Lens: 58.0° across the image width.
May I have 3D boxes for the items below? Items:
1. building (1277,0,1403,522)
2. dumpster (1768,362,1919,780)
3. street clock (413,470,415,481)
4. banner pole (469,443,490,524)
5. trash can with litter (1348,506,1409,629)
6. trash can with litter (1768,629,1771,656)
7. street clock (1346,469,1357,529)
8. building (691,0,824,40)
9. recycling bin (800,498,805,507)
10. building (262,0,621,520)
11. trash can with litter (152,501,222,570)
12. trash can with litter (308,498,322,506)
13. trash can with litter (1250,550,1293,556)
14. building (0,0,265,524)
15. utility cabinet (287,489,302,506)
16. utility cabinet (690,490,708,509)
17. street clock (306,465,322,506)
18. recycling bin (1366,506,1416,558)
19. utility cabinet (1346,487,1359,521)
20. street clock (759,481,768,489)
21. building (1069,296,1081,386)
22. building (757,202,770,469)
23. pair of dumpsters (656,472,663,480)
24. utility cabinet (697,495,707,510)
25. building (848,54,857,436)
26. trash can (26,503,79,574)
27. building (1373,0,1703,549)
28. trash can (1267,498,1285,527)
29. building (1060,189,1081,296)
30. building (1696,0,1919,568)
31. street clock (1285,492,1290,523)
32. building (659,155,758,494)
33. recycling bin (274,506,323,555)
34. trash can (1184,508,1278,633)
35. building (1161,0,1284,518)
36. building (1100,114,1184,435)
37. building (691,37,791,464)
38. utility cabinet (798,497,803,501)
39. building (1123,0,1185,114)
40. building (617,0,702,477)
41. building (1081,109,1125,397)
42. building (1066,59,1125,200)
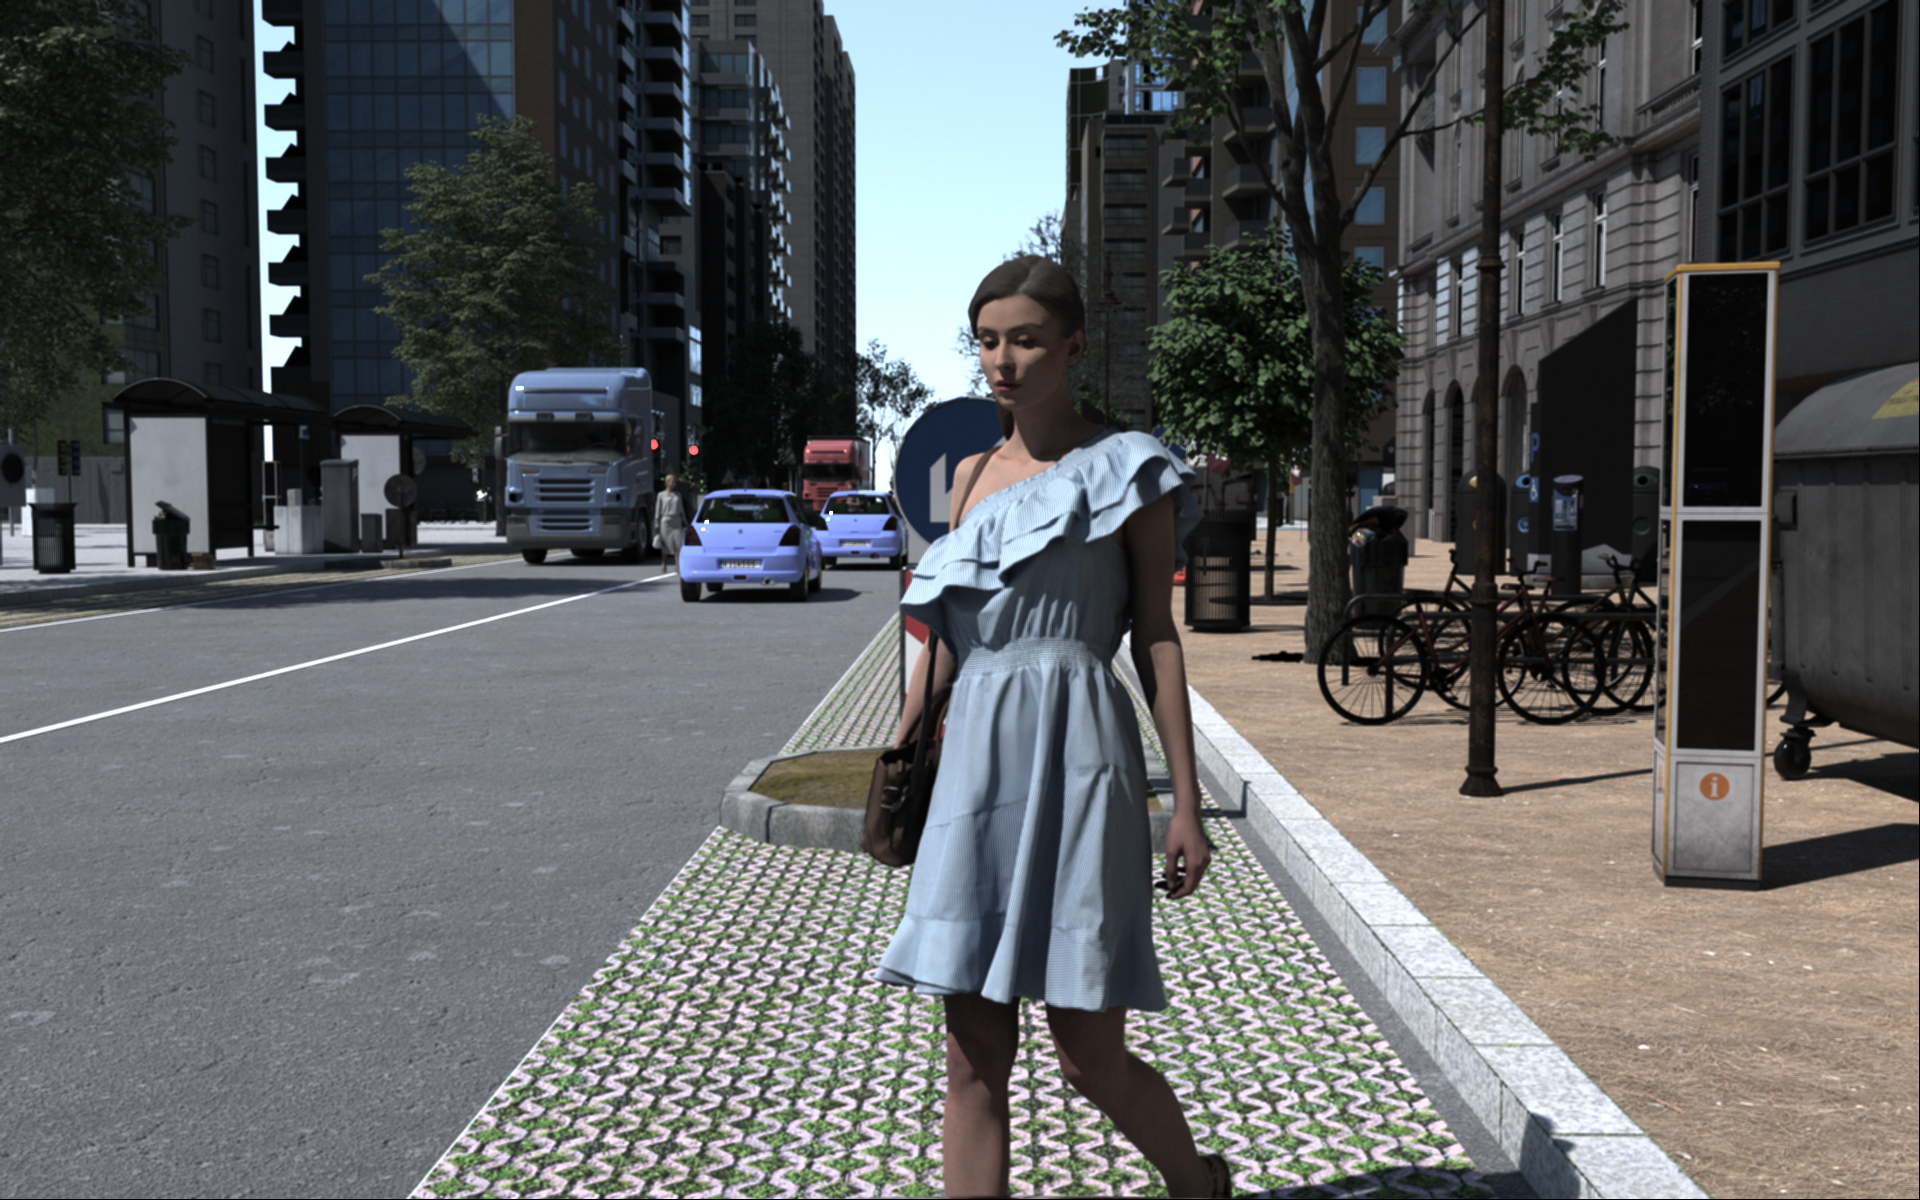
[{"bbox_3d":[22.860,-26.267,79.572,14.200,45.320,14.600,0,4,1],"label":"building"},{"bbox_3d":[4.227,-0.076,7.009,1.264,1.857,1.865,0,4,1],"label":"dumpster"},{"bbox_3d":[-14.422,-2.478,45.080,0.471,2.002,0.358,-1,4,-11],"label":"street clock"},{"bbox_3d":[-20.609,-5.149,74.209,0.863,3.779,0.401,0,4,-1],"label":"banner pole"},{"bbox_3d":[3.881,-0.324,16.677,0.624,1.170,1.055,-1,4,-10],"label":"trash can with litter"},{"bbox_3d":[7.077,-0.174,13.908,1.678,1.210,2.233,-1,4,-14],"label":"trash can with litter"},{"bbox_3d":[11.444,-2.831,50.864,0.358,2.002,0.471,-1,4,-10],"label":"street clock"},{"bbox_3d":[-27.453,-49.295,244.227,20.563,71.187,20.611,0,4,1],"label":"building"},{"bbox_3d":[-11.229,-6.981,126.686,0.722,1.027,0.722,2,4,35],"label":"recycling bin"},{"bbox_3d":[-26.133,-26.889,89.745,14.600,45.320,14.200,0,4,1],"label":"building"},{"bbox_3d":[-13.089,-1.098,29.333,1.055,1.170,0.624,0,4,-6],"label":"trash can with litter"},{"bbox_3d":[-17.325,-2.185,47.114,0.624,1.170,1.055,-3,4,-38],"label":"trash can with litter"},{"bbox_3d":[5.860,-1.552,36.439,2.233,1.210,1.678,1,4,19],"label":"trash can with litter"},{"bbox_3d":[-42.153,-24.238,79.886,14.086,41.232,14.154,0,4,1],"label":"building"},{"bbox_3d":[-28.984,-4.082,75.425,0.318,1.500,1.173,-3,4,-36],"label":"utility cabinet"},{"bbox_3d":[-14.120,-5.149,92.872,1.173,1.500,0.318,-3,4,-36],"label":"utility cabinet"},{"bbox_3d":[-15.996,-2.357,43.109,0.471,2.002,0.358,-1,4,-14],"label":"street clock"},{"bbox_3d":[8.736,-1.382,35.150,0.722,1.027,0.722,-2,4,-29],"label":"recycling bin"},{"bbox_3d":[12.023,-2.820,54.788,1.173,1.500,0.318,-1,4,-22],"label":"utility cabinet"},{"bbox_3d":[-11.316,-5.815,99.642,0.471,2.002,0.358,1,4,15],"label":"street clock"},{"bbox_3d":[22.648,-29.364,251.803,14.160,30.474,14.107,0,4,1],"label":"building"},{"bbox_3d":[-25.914,-24.027,164.535,14.160,30.474,14.107,0,4,1],"label":"building"},{"bbox_3d":[-13.263,-4.432,74.959,1.574,2.255,4.437,0,4,1],"label":"pair of dumpsters"},{"bbox_3d":[-12.027,-4.371,82.634,1.020,1.237,0.306,0,4,7],"label":"utility cabinet"},{"bbox_3d":[-26.200,-50.552,264.777,20.563,71.187,20.611,0,4,1],"label":"building"},{"bbox_3d":[-14.643,-0.999,27.983,0.748,1.137,0.748,0,3,0],"label":"trash can"},{"bbox_3d":[18.420,-12.044,38.728,13.314,21.916,24.055,0,4,1],"label":"building"},{"bbox_3d":[12.275,-3.407,67.357,0.748,1.137,0.748,0,3,0],"label":"trash can"},{"bbox_3d":[26.609,-39.509,269.671,21.300,48.544,21.600,0,4,1],"label":"building"},{"bbox_3d":[17.824,-13.520,14.565,14.314,27.812,24.014,0,4,1],"label":"building"},{"bbox_3d":[14.523,-4.410,76.666,0.471,2.002,0.358,1,4,19],"label":"street clock"},{"bbox_3d":[-25.942,-23.165,150.451,14.160,30.474,14.107,0,4,1],"label":"building"},{"bbox_3d":[-14.025,-1.479,36.735,0.722,1.027,0.722,1,4,15],"label":"recycling bin"},{"bbox_3d":[2.401,-0.274,16.138,0.748,1.137,0.748,0,3,0],"label":"trash can"},{"bbox_3d":[23.777,-27.480,103.919,22.147,44.769,28.867,0,4,1],"label":"building"},{"bbox_3d":[17.813,-22.220,134.994,14.160,30.474,14.107,0,4,1],"label":"building"},{"bbox_3d":[-30.286,-34.685,186.707,23.786,49.044,30.456,0,4,1],"label":"building"},{"bbox_3d":[-12.673,-7.561,134.791,0.306,1.237,1.020,3,4,36],"label":"utility cabinet"},{"bbox_3d":[25.591,-52.953,178.448,22.319,86.520,31.000,0,4,1],"label":"building"},{"bbox_3d":[-29.875,-49.324,119.115,22.319,86.520,31.000,0,4,1],"label":"building"},{"bbox_3d":[21.393,-33.785,202.497,14.600,45.320,14.200,0,4,1],"label":"building"},{"bbox_3d":[26.066,-52.099,290.062,20.563,71.187,20.611,0,4,1],"label":"building"}]
